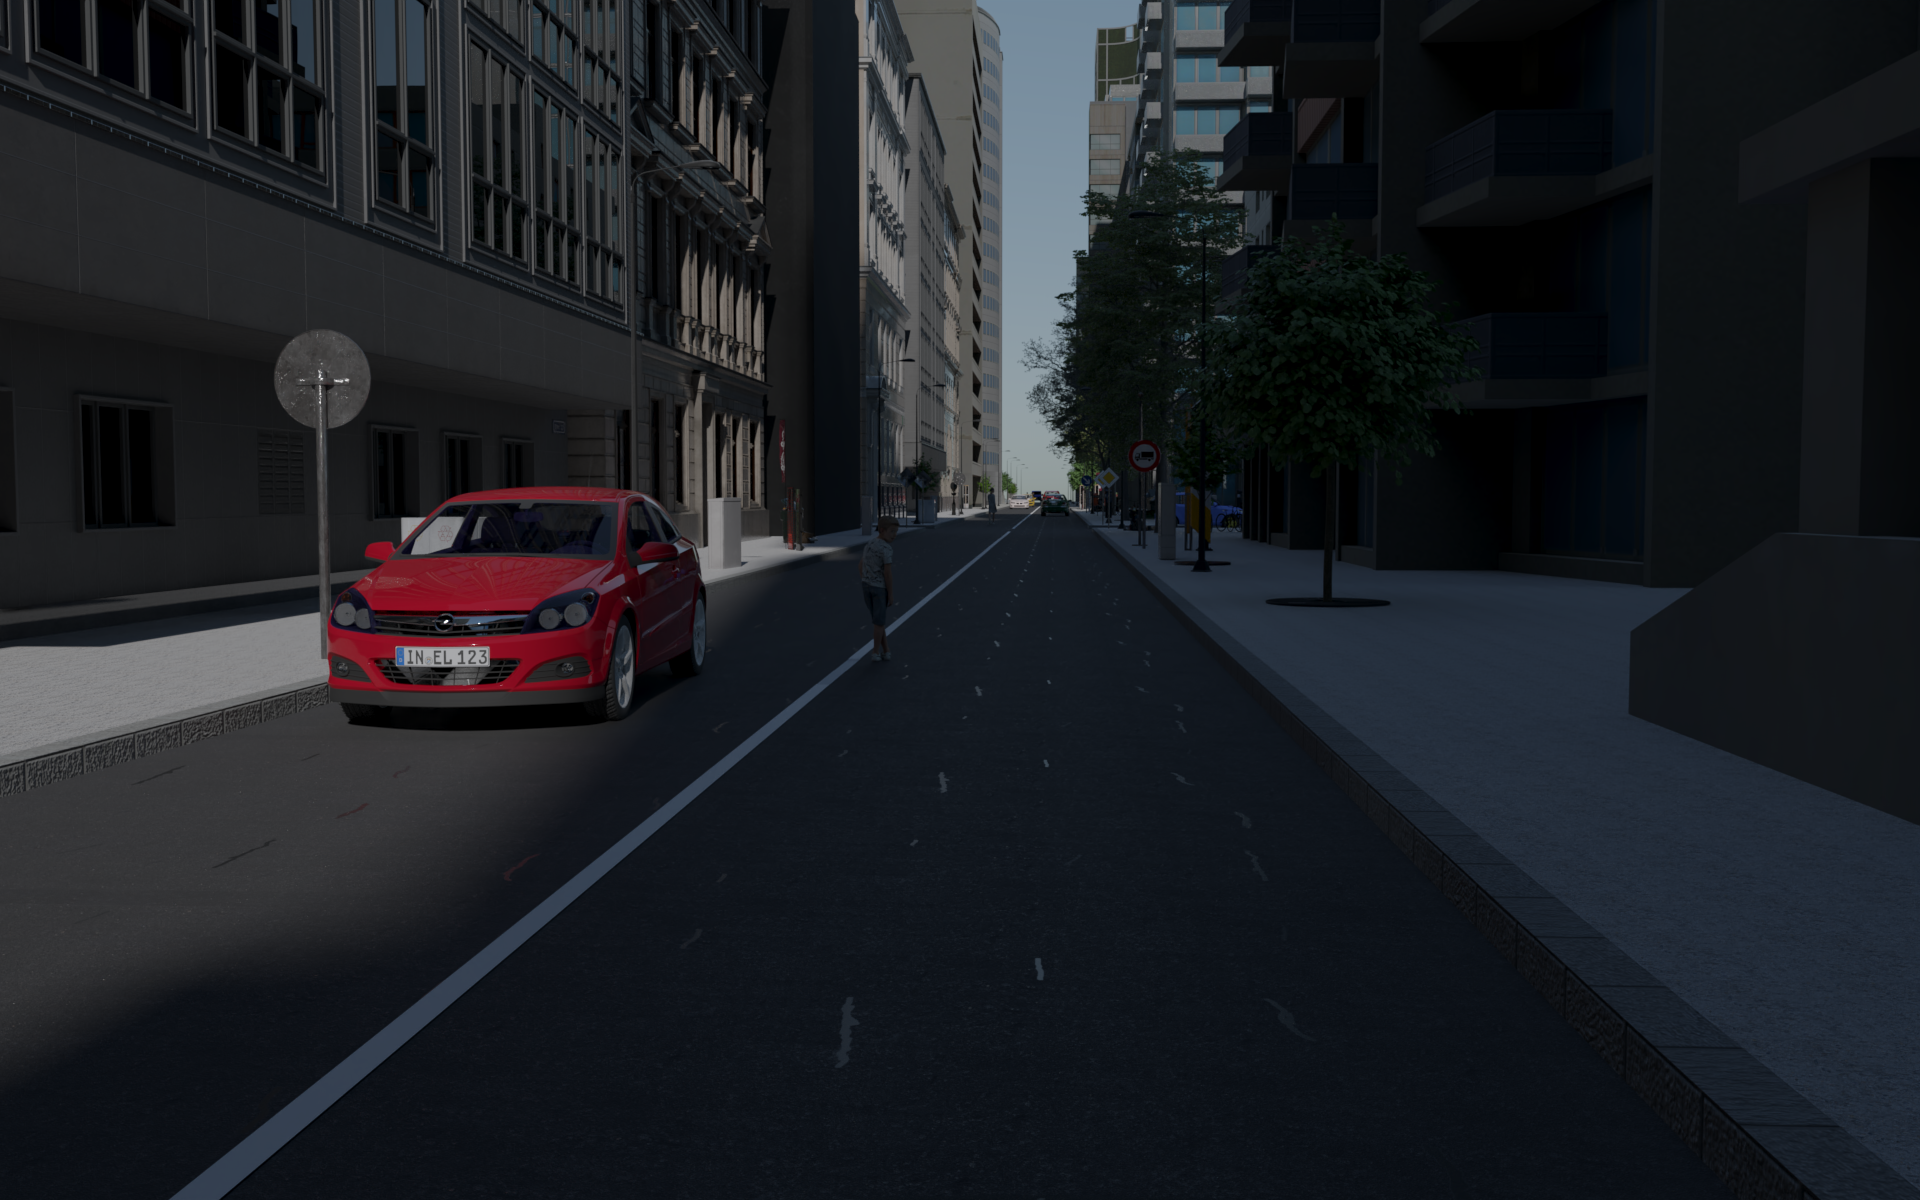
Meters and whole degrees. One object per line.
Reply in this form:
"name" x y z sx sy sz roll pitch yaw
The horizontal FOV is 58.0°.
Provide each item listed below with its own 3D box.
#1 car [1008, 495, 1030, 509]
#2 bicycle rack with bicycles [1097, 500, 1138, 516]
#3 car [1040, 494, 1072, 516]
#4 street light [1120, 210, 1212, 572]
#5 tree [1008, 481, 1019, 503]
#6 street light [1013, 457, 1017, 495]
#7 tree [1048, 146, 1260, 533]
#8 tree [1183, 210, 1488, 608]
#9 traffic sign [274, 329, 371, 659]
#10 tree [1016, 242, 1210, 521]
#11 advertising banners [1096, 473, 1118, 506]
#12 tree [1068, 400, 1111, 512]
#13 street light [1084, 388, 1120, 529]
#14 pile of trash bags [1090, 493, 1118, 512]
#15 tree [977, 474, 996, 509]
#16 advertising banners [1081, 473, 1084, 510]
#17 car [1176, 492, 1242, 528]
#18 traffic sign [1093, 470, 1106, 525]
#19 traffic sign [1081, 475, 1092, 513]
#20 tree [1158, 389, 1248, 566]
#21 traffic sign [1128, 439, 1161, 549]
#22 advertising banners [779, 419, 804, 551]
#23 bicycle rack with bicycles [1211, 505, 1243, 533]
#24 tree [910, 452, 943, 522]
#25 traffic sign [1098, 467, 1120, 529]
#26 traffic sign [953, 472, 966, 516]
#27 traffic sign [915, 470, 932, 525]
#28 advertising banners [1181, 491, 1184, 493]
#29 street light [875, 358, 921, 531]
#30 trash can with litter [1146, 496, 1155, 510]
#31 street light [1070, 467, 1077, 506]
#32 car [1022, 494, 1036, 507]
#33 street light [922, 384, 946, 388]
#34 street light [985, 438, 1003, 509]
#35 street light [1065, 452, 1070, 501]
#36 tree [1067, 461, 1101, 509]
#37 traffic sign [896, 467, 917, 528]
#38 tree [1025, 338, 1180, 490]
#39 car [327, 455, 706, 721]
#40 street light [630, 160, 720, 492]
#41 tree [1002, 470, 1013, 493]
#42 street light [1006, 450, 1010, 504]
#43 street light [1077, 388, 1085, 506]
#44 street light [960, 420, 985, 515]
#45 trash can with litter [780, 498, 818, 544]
"car" 5.703 -9.449 166.845 2.083 1.381 4.827 0 4 1
"bicycle rack with bicycles" 9.266 -5.433 102.216 2.852 0.926 2.925 0 4 -7
"car" 6.241 -6.207 113.274 2.131 1.459 4.920 0 4 5
"street light" 3.456 -3.423 28.511 1.470 5.913 1.316 0 4 3
"tree" 7.839 -15.869 254.059 1.663 3.219 1.824 0 3 0
"street light" 6.515 -15.079 219.080 1.470 5.913 1.316 0 4 3
"tree" 6.803 -8.468 56.586 7.486 12.596 7.792 0 3 0
"tree" 4.327 -2.223 20.062 4.285 4.588 4.351 0 3 0
"traffic sign" -4.934 -0.814 13.410 0.768 2.556 0.104 0 4 3
"tree" 7.858 -10.555 82.941 12.009 13.543 11.850 0 3 0
"advertising banners" 12.004 -8.852 140.916 2.074 3.025 0.090 -1 4 -19
"tree" 9.141 -10.472 121.577 4.737 8.622 4.395 0 3 0
"street light" 5.408 -5.560 63.441 1.470 5.913 1.316 0 4 3
"pile of trash bags" 10.221 -7.031 124.703 1.912 1.369 3.447 1 4 23
"tree" 2.324 -9.663 152.593 1.663 3.219 1.824 0 3 0
"advertising banners" 9.936 -8.817 140.338 0.090 3.025 2.074 1 4 10
"car" 9.608 -3.630 68.941 3.694 1.707 1.945 0 4 3
"traffic sign" 5.972 -4.204 72.371 0.795 2.450 0.064 0 4 3
"traffic sign" 8.476 -7.088 116.002 0.768 2.556 0.104 1 4 13
"tree" 4.339 -2.256 31.490 1.663 3.219 1.824 0 3 0
"traffic sign" 4.317 -2.473 40.544 0.768 2.556 0.104 1 4 11
"advertising banners" -3.887 -2.668 39.813 0.090 3.025 2.074 -1 4 -19
"bicycle rack with bicycles" 8.945 -2.725 57.930 2.852 0.926 2.925 -1 4 -9
"tree" -1.585 -5.150 78.800 1.663 3.219 1.824 0 3 0
"traffic sign" 5.534 -3.716 64.398 0.795 2.450 0.064 0 4 3
"traffic sign" -0.053 -6.238 102.099 0.768 2.556 0.104 1 4 10
"traffic sign" -1.560 -4.230 72.804 0.795 2.450 0.064 0 4 3
"advertising banners" 13.587 -6.659 105.066 0.090 3.025 2.074 0 4 -1
"street light" -2.231 -5.318 59.492 1.470 5.913 1.316 0 4 3
"trash can with litter" 12.091 -5.985 109.236 1.055 1.170 0.624 -3 5 -40
"street light" 7.974 -8.469 111.012 1.470 5.913 1.316 0 4 3
"car" 7.333 -11.004 190.137 2.015 1.641 3.980 0 4 3
"street light" -1.287 -6.158 73.229 1.470 5.913 1.316 0 4 3
"street light" 2.774 -10.812 149.325 1.470 5.913 1.316 0 4 3
"street light" 10.329 -11.094 153.931 1.470 5.913 1.316 0 4 3
"tree" 10.827 -10.171 150.003 4.285 4.588 4.351 0 3 0
"traffic sign" -1.998 -3.742 64.831 0.795 2.450 0.064 0 4 3
"tree" 8.053 -9.824 95.029 8.767 10.594 7.601 -1 4 -13
"car" -2.973 -0.199 12.288 2.155 1.783 4.494 0 4 1
"street light" -4.035 -3.165 24.289 1.470 5.913 1.316 0 4 3
"tree" 5.319 -14.742 224.752 4.285 4.588 4.351 0 3 0
"street light" 4.648 -12.944 184.170 1.470 5.913 1.316 0 4 3
"street light" 5.976 -6.308 75.676 1.470 5.913 1.316 0 4 3
"street light" 0.628 -8.304 108.306 1.470 5.913 1.316 0 4 3
"trash can with litter" -4.182 -2.071 45.242 1.055 1.170 0.624 2 4 32
